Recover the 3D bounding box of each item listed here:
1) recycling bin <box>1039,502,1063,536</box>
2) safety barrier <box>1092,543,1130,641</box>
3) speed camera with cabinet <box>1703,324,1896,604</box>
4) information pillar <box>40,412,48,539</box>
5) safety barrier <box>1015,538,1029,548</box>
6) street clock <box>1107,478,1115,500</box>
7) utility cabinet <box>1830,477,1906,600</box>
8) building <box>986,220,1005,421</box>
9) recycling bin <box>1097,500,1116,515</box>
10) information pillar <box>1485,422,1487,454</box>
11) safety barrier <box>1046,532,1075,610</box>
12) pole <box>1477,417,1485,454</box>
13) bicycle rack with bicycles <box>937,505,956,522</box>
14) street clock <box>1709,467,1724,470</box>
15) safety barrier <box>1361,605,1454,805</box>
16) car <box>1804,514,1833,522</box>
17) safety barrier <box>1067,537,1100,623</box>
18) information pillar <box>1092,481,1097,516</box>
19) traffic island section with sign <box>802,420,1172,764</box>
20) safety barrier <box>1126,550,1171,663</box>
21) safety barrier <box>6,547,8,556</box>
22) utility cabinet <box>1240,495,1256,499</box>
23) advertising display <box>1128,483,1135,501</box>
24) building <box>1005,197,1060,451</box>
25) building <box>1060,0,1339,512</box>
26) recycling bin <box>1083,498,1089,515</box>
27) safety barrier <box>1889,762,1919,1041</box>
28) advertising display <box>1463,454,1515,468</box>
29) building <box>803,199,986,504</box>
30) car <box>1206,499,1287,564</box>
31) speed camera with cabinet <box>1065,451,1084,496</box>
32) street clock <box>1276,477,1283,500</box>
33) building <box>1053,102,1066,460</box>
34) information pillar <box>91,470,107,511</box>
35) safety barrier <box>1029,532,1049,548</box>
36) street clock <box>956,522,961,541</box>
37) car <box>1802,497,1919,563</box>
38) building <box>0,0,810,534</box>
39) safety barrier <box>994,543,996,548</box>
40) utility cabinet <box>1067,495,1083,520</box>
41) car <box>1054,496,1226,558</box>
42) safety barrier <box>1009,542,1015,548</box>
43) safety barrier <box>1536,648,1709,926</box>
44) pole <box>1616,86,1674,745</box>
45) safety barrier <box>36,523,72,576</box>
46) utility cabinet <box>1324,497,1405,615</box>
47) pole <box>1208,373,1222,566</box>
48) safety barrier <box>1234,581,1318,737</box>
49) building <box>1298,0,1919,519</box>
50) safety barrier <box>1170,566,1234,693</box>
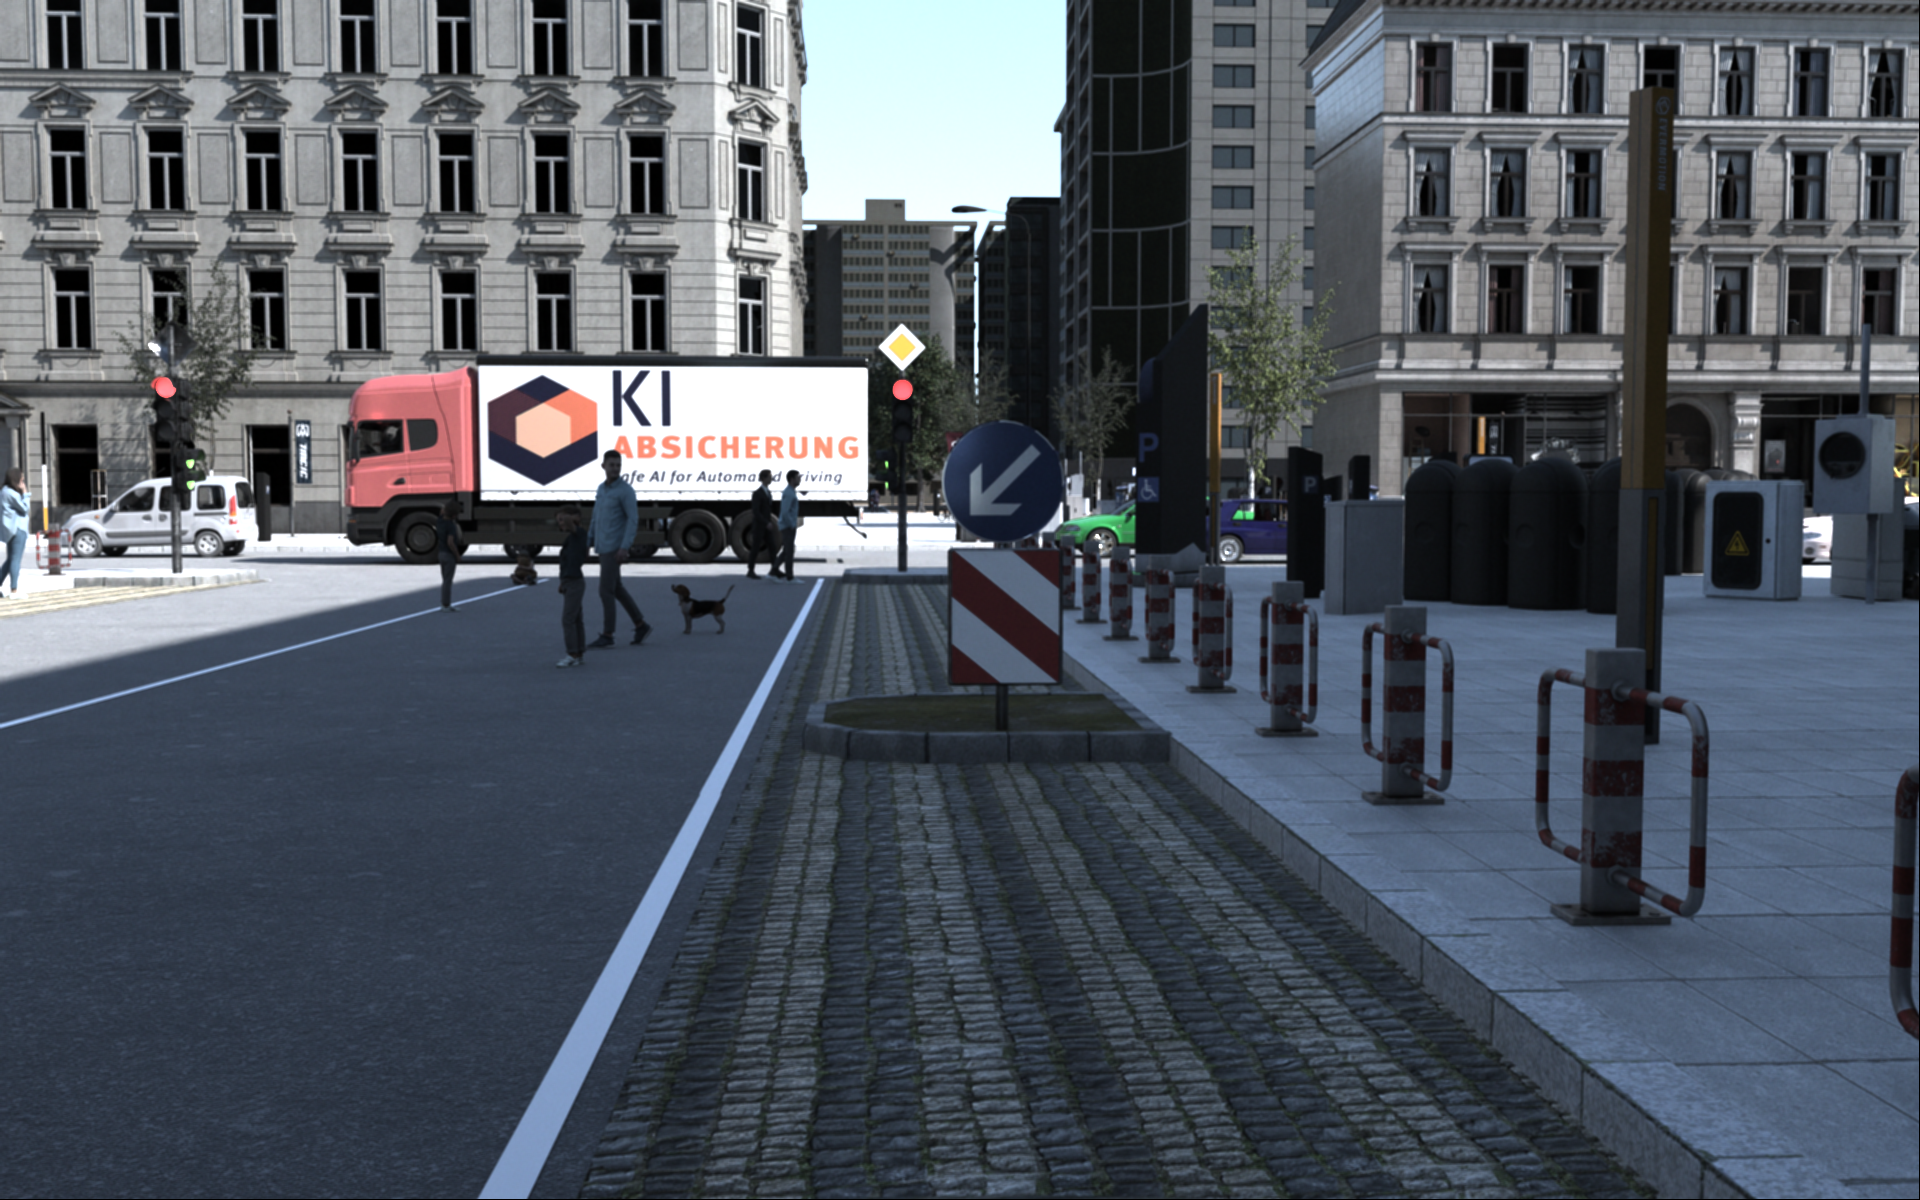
[{"bbox_3d":[2.805,-2.508,53.565,0.722,1.027,0.722,0,4,7],"label":"recycling bin"},{"bbox_3d":[1.412,-0.058,15.227,0.300,0.817,1.120,0,4,-3],"label":"safety barrier"},{"bbox_3d":[9.994,-1.612,20.691,0.660,3.252,2.038,-2,4,-35],"label":"speed camera with cabinet"},{"bbox_3d":[-26.163,-3.554,49.469,0.183,3.616,0.504,-2,4,-31],"label":"information pillar"},{"bbox_3d":[0.978,-0.548,23.235,0.300,0.817,1.120,0,4,-3],"label":"safety barrier"},{"bbox_3d":[7.016,-4.640,80.434,0.358,2.002,0.471,1,4,20],"label":"street clock"},{"bbox_3d":[11.119,-0.766,21.209,0.318,1.500,1.173,0,4,1],"label":"utility cabinet"},{"bbox_3d":[14.561,-33.001,231.440,23.993,40.220,32.217,0,4,-3],"label":"building"},{"bbox_3d":[6.322,-3.798,74.656,0.722,1.027,0.722,-1,4,-12],"label":"recycling bin"},{"bbox_3d":[17.096,-3.986,56.522,0.183,3.616,0.504,1,4,21],"label":"information pillar"},{"bbox_3d":[1.194,-0.303,19.228,0.300,0.817,1.120,0,4,-3],"label":"safety barrier"},{"bbox_3d":[13.776,-3.181,45.860,0.158,3.312,0.155,0,3,0],"label":"pole"},{"bbox_3d":[0.700,-4.029,79.262,2.852,0.926,2.925,-2,4,-35],"label":"bicycle rack with bicycles"},{"bbox_3d":[19.996,-2.524,45.837,0.471,2.002,0.358,2,4,28],"label":"street clock"},{"bbox_3d":[1.848,0.432,7.209,0.300,0.817,1.120,0,4,-3],"label":"safety barrier"},{"bbox_3d":[21.504,-1.715,40.410,4.827,1.381,2.083,0,4,-1],"label":"car"},{"bbox_3d":[1.307,-0.181,17.227,0.300,0.817,1.120,0,4,-3],"label":"safety barrier"},{"bbox_3d":[7.580,-5.633,96.598,0.304,2.012,0.304,2,4,35],"label":"information pillar"},{"bbox_3d":[0.088,-0.090,10.101,1.989,1.847,2.006,0,4,-3],"label":"traffic island section with sign"},{"bbox_3d":[1.524,0.064,13.227,0.300,0.817,1.120,0,4,-3],"label":"safety barrier"},{"bbox_3d":[-14.165,-0.674,25.291,0.300,0.817,1.120,0,4,-3],"label":"safety barrier"},{"bbox_3d":[13.966,-4.392,82.965,1.020,1.237,0.306,-1,4,-9],"label":"utility cabinet"},{"bbox_3d":[9.774,-5.628,97.232,0.123,1.923,0.974,-3,4,-37],"label":"advertising display"},{"bbox_3d":[11.269,-24.400,170.637,14.160,30.474,14.107,0,4,-3],"label":"building"},{"bbox_3d":[16.906,-42.132,127.113,20.563,71.187,20.611,0,4,-3],"label":"building"},{"bbox_3d":[7.516,-5.729,106.225,0.722,1.027,0.722,1,4,16],"label":"recycling bin"},{"bbox_3d":[2.070,0.677,3.210,0.300,0.817,1.120,0,4,-3],"label":"safety barrier"},{"bbox_3d":[8.517,-1.390,27.935,0.974,1.923,0.123,-2,4,-24],"label":"advertising display"},{"bbox_3d":[-9.961,-32.951,230.621,23.993,40.220,32.217,0,4,-3],"label":"building"},{"bbox_3d":[6.695,-1.445,36.201,3.894,1.354,1.945,0,4,-5],"label":"car"},{"bbox_3d":[5.392,-5.296,80.925,0.660,3.252,2.038,0,4,0],"label":"speed camera with cabinet"},{"bbox_3d":[13.721,-4.302,74.905,0.471,2.002,0.358,1,4,22],"label":"street clock"},{"bbox_3d":[21.661,-28.133,151.862,32.217,40.220,23.993,0,4,-3],"label":"building"},{"bbox_3d":[-26.360,-2.970,53.057,0.304,2.012,0.304,1,4,20],"label":"information pillar"},{"bbox_3d":[1.087,-0.426,21.236,0.300,0.817,1.120,0,4,-3],"label":"safety barrier"},{"bbox_3d":[-0.014,-2.638,47.709,0.358,2.002,0.471,-1,4,-10],"label":"street clock"},{"bbox_3d":[19.028,-1.403,35.307,4.827,1.381,2.083,0,4,-4],"label":"car"},{"bbox_3d":[-27.453,-17.474,62.117,44.131,29.872,17.030,0,4,-3],"label":"building"},{"bbox_3d":[0.760,-0.793,27.234,0.300,0.817,1.120,0,4,-3],"label":"safety barrier"},{"bbox_3d":[5.025,-4.112,78.396,1.020,1.237,0.306,0,4,-5],"label":"utility cabinet"},{"bbox_3d":[4.474,-1.876,39.465,4.718,1.807,1.959,0,4,-4],"label":"car"},{"bbox_3d":[0.868,-0.670,25.234,0.300,0.817,1.120,0,4,-3],"label":"safety barrier"},{"bbox_3d":[1.964,0.554,5.209,0.300,0.817,1.120,0,4,-3],"label":"safety barrier"},{"bbox_3d":[3.489,-0.917,8.835,0.158,3.312,0.155,0,3,0],"label":"pole"},{"bbox_3d":[-14.272,-0.796,27.290,0.300,0.817,1.120,0,4,-3],"label":"safety barrier"},{"bbox_3d":[4.370,-0.463,18.732,1.020,1.237,0.306,-3,4,-39],"label":"utility cabinet"},{"bbox_3d":[4.322,-2.171,29.343,0.158,3.312,0.155,0,3,0],"label":"pole"},{"bbox_3d":[1.741,0.310,9.212,0.300,0.817,1.120,0,4,-3],"label":"safety barrier"},{"bbox_3d":[14.966,-12.880,61.493,40.483,20.767,10.553,0,4,-3],"label":"building"},{"bbox_3d":[1.631,0.186,11.228,0.300,0.817,1.120,0,4,-3],"label":"safety barrier"}]
